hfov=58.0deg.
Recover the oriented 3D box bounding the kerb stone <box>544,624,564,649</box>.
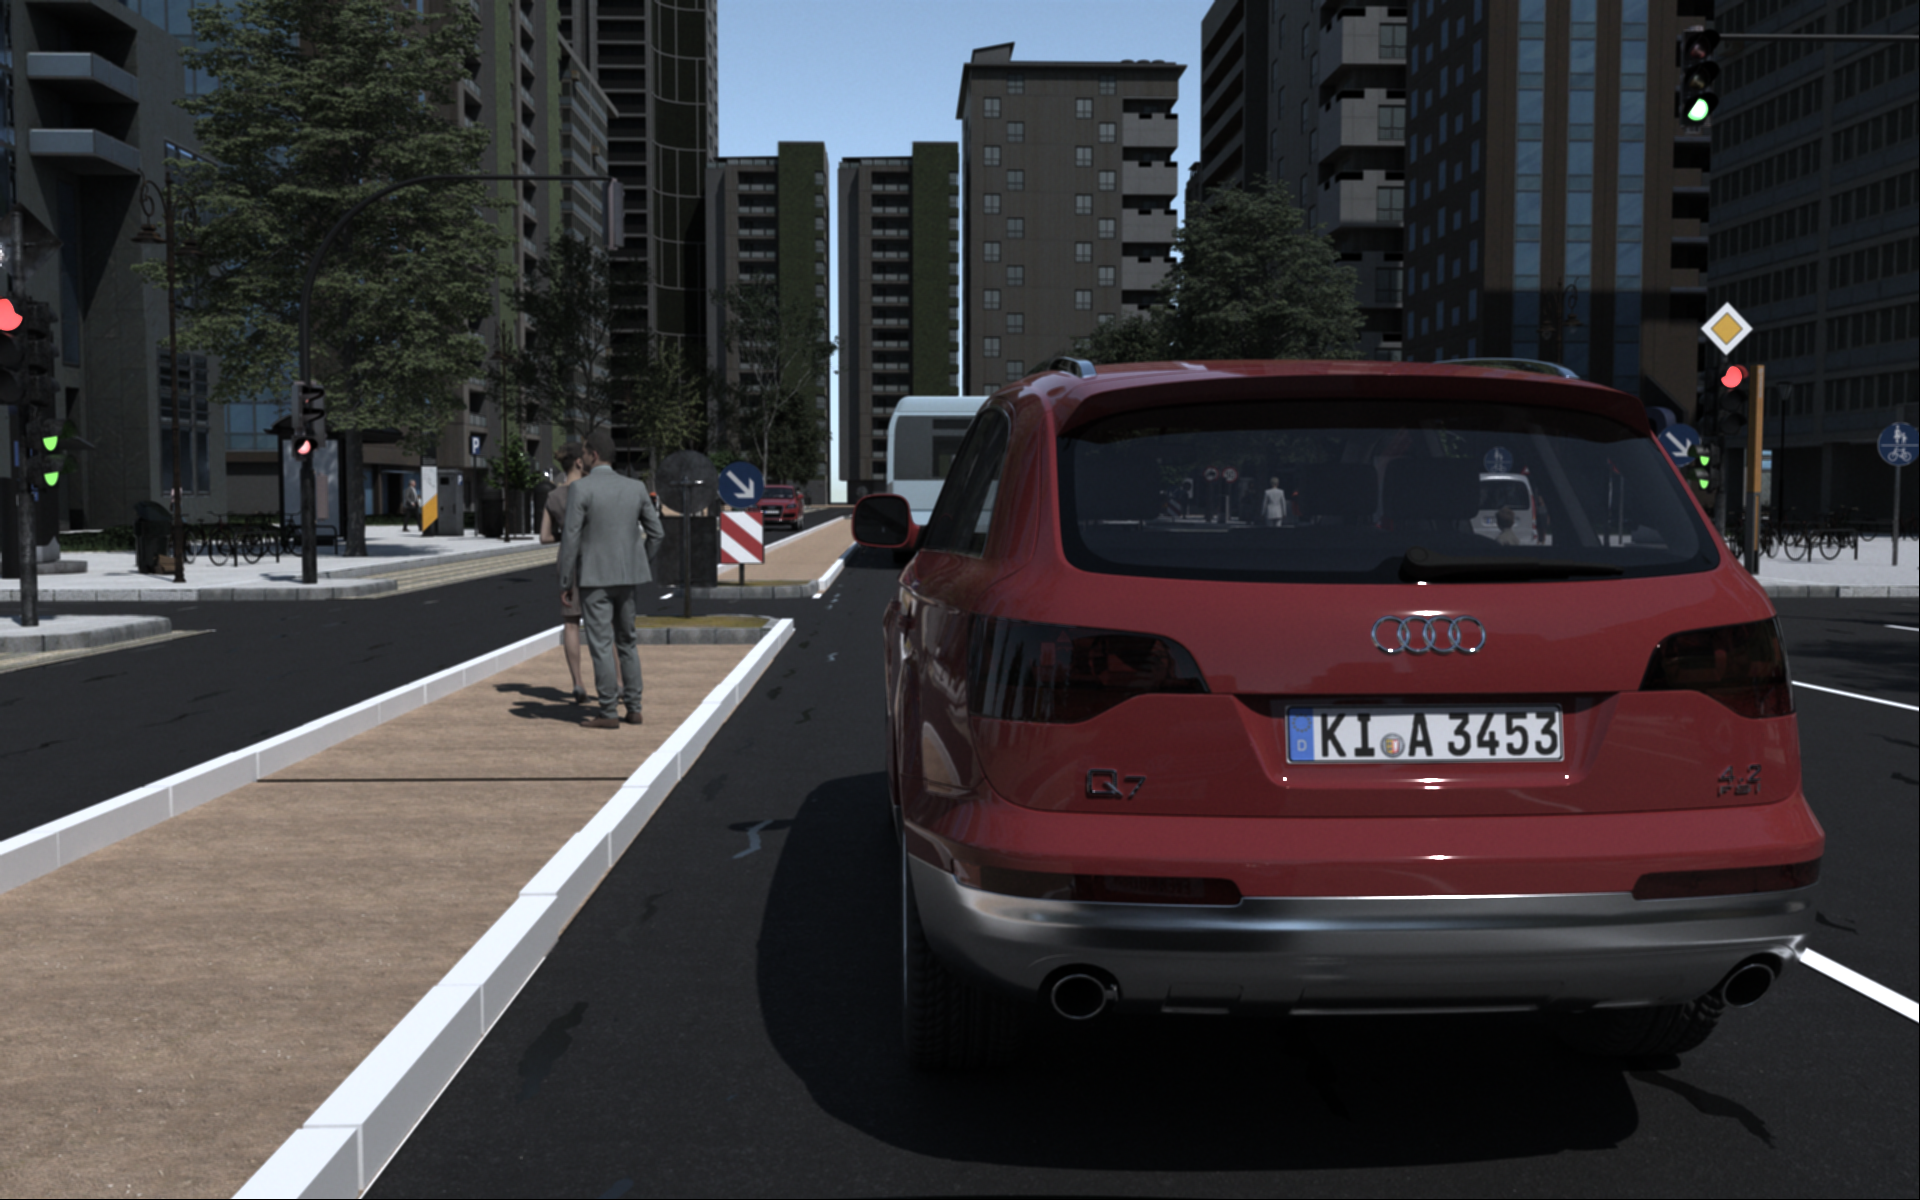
[{"bbox_3d":[-3.829,0.363,16.294,0.120,0.150,1.000,0,4,-2],"label":"kerb stone"}]

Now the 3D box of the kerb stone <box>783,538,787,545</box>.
[{"bbox_3d":[-4.912,-1.552,47.580,0.120,0.150,1.000,0,4,-2],"label":"kerb stone"}]

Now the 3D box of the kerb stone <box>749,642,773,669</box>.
[{"bbox_3d":[-1.654,0.486,14.256,0.120,0.150,1.000,0,4,-2],"label":"kerb stone"}]

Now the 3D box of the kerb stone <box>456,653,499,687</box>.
[{"bbox_3d":[-3.717,0.548,13.230,0.120,0.150,1.000,0,4,-2],"label":"kerb stone"}]

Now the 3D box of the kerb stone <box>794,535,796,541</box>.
[{"bbox_3d":[-5.048,-1.797,51.670,0.120,0.150,1.000,0,4,-2],"label":"kerb stone"}]

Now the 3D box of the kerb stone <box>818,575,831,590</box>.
[{"bbox_3d":[-2.070,-0.240,26.112,0.120,0.150,1.000,0,4,-2],"label":"kerb stone"}]

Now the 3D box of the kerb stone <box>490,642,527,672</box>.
[{"bbox_3d":[-3.753,0.486,14.252,0.120,0.150,1.000,0,4,-2],"label":"kerb stone"}]

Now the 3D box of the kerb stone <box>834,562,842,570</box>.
[{"bbox_3d":[-2.242,-0.553,31.236,0.120,0.150,1.000,0,4,-2],"label":"kerb stone"}]

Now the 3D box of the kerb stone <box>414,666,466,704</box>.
[{"bbox_3d":[-3.685,0.611,12.206,0.120,0.150,1.000,0,4,-2],"label":"kerb stone"}]

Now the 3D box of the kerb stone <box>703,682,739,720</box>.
[{"bbox_3d":[-1.551,0.673,11.188,0.120,0.150,1.000,0,4,-2],"label":"kerb stone"}]

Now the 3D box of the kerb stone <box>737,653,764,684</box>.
[{"bbox_3d":[-1.616,0.548,13.235,0.120,0.150,1.000,0,4,-2],"label":"kerb stone"}]

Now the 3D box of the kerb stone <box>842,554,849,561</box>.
[{"bbox_3d":[-2.392,-0.803,35.324,0.120,0.150,1.000,0,4,-2],"label":"kerb stone"}]

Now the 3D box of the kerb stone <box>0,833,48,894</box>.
[{"bbox_3d":[-3.466,0.986,6.071,0.120,0.150,1.000,0,4,-2],"label":"kerb stone"}]

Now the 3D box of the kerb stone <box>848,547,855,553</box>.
[{"bbox_3d":[-2.523,-1.054,39.435,0.120,0.150,1.000,0,4,-2],"label":"kerb stone"}]

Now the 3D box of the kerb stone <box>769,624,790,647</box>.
[{"bbox_3d":[-1.720,0.361,16.299,0.120,0.150,1.000,0,4,-2],"label":"kerb stone"}]

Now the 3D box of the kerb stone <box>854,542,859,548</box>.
[{"bbox_3d":[-2.670,-1.300,43.533,0.120,0.150,1.000,0,4,-2],"label":"kerb stone"}]

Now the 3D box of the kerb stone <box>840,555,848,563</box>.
[{"bbox_3d":[-2.348,-0.741,34.303,0.120,0.150,1.000,0,4,-2],"label":"kerb stone"}]

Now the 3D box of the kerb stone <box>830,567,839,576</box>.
[{"bbox_3d":[-2.167,-0.424,29.183,0.120,0.150,1.000,0,4,-2],"label":"kerb stone"}]

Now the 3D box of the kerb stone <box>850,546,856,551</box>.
[{"bbox_3d":[-2.564,-1.117,40.464,0.120,0.150,1.000,0,4,-2],"label":"kerb stone"}]

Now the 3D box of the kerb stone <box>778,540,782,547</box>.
[{"bbox_3d":[-4.841,-1.427,45.525,0.120,0.150,1.000,0,4,-2],"label":"kerb stone"}]

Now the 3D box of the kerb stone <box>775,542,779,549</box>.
[{"bbox_3d":[-4.808,-1.359,44.497,0.120,0.150,1.000,0,4,-2],"label":"kerb stone"}]

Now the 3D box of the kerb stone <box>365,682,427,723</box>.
[{"bbox_3d":[-3.657,0.676,11.184,0.120,0.150,1.000,0,4,-2],"label":"kerb stone"}]

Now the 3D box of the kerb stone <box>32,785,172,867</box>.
[{"bbox_3d":[-3.509,0.925,7.092,0.120,0.150,1.000,0,4,-2],"label":"kerb stone"}]

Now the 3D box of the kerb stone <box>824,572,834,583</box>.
[{"bbox_3d":[-2.090,-0.302,27.136,0.120,0.150,1.000,0,4,-2],"label":"kerb stone"}]

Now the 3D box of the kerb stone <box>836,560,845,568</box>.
[{"bbox_3d":[-2.273,-0.612,32.258,0.120,0.150,1.000,0,4,-2],"label":"kerb stone"}]

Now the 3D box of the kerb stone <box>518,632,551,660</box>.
[{"bbox_3d":[-3.789,0.423,15.273,0.120,0.150,1.000,0,4,-2],"label":"kerb stone"}]

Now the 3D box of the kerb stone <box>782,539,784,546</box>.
[{"bbox_3d":[-4.886,-1.482,46.550,0.120,0.150,1.000,0,4,-2],"label":"kerb stone"}]

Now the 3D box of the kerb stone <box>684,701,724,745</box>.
[{"bbox_3d":[-1.513,0.742,10.167,0.120,0.150,1.000,0,4,-2],"label":"kerb stone"}]

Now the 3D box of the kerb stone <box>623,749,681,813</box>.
[{"bbox_3d":[-1.445,0.861,8.118,0.120,0.150,1.000,0,4,-2],"label":"kerb stone"}]

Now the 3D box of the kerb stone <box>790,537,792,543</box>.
[{"bbox_3d":[-4.978,-1.673,49.627,0.120,0.150,1.000,0,4,-2],"label":"kerb stone"}]

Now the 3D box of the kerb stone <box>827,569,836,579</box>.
[{"bbox_3d":[-2.129,-0.365,28.158,0.120,0.150,1.000,0,4,-2],"label":"kerb stone"}]

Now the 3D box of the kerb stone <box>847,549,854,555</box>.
[{"bbox_3d":[-2.490,-0.991,38.404,0.120,0.150,1.000,0,4,-2],"label":"kerb stone"}]

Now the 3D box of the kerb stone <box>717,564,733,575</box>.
[{"bbox_3d":[-4.370,-0.612,32.196,0.120,0.150,1.000,0,4,-2],"label":"kerb stone"}]

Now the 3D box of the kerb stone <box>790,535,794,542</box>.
[{"bbox_3d":[-5.019,-1.740,50.648,0.120,0.150,1.000,0,4,-2],"label":"kerb stone"}]

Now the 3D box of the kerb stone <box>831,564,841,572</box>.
[{"bbox_3d":[-2.204,-0.487,30.213,0.120,0.150,1.000,0,4,-2],"label":"kerb stone"}]

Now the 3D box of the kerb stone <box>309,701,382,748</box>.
[{"bbox_3d":[-3.619,0.740,10.159,0.120,0.150,1.000,0,4,-2],"label":"kerb stone"}]

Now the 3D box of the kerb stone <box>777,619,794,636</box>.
[{"bbox_3d":[-1.757,0.298,17.324,0.120,0.150,1.000,0,4,-2],"label":"kerb stone"}]

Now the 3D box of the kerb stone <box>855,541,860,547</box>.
[{"bbox_3d":[-2.701,-1.364,44.566,0.120,0.150,1.000,0,4,-2],"label":"kerb stone"}]

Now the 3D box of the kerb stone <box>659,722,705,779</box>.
[{"bbox_3d":[-1.474,0.800,9.142,0.120,0.150,1.000,0,4,-2],"label":"kerb stone"}]

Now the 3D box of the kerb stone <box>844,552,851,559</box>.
[{"bbox_3d":[-2.423,-0.865,36.346,0.120,0.150,1.000,0,4,-2],"label":"kerb stone"}]

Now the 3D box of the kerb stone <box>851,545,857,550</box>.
[{"bbox_3d":[-2.597,-1.175,41.490,0.120,0.150,1.000,0,4,-2],"label":"kerb stone"}]

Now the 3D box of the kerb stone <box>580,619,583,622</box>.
[{"bbox_3d":[-3.855,0.300,17.318,0.120,0.150,1.000,0,4,-2],"label":"kerb stone"}]

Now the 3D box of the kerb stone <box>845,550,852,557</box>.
[{"bbox_3d":[-2.455,-0.925,37.371,0.120,0.150,1.000,0,4,-2],"label":"kerb stone"}]

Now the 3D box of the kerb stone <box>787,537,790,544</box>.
[{"bbox_3d":[-4.943,-1.615,48.605,0.120,0.150,1.000,0,4,-2],"label":"kerb stone"}]

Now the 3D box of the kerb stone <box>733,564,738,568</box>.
[{"bbox_3d":[-4.413,-0.669,33.218,0.120,0.150,1.000,0,4,-2],"label":"kerb stone"}]

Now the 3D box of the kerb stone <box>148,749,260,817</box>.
[{"bbox_3d":[-3.542,0.861,8.115,0.120,0.150,1.000,0,4,-2],"label":"kerb stone"}]

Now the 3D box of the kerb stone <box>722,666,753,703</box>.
[{"bbox_3d":[-1.579,0.611,12.210,0.120,0.150,1.000,0,4,-2],"label":"kerb stone"}]

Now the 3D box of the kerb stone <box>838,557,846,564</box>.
[{"bbox_3d":[-2.312,-0.678,33.279,0.120,0.150,1.000,0,4,-2],"label":"kerb stone"}]

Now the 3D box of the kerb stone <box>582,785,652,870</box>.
[{"bbox_3d":[-1.407,0.928,7.097,0.120,0.150,1.000,0,4,-2],"label":"kerb stone"}]

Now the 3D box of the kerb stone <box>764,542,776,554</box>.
[{"bbox_3d":[-4.771,-1.302,43.475,0.120,0.150,1.000,0,4,-2],"label":"kerb stone"}]

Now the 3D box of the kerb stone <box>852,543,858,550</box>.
[{"bbox_3d":[-2.640,-1.241,42.511,0.120,0.150,1.000,0,4,-2],"label":"kerb stone"}]

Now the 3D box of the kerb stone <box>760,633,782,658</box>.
[{"bbox_3d":[-1.690,0.424,15.277,0.120,0.150,1.000,0,4,-2],"label":"kerb stone"}]

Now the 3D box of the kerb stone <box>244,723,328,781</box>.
[{"bbox_3d":[-3.574,0.802,9.137,0.120,0.150,1.000,0,4,-2],"label":"kerb stone"}]
